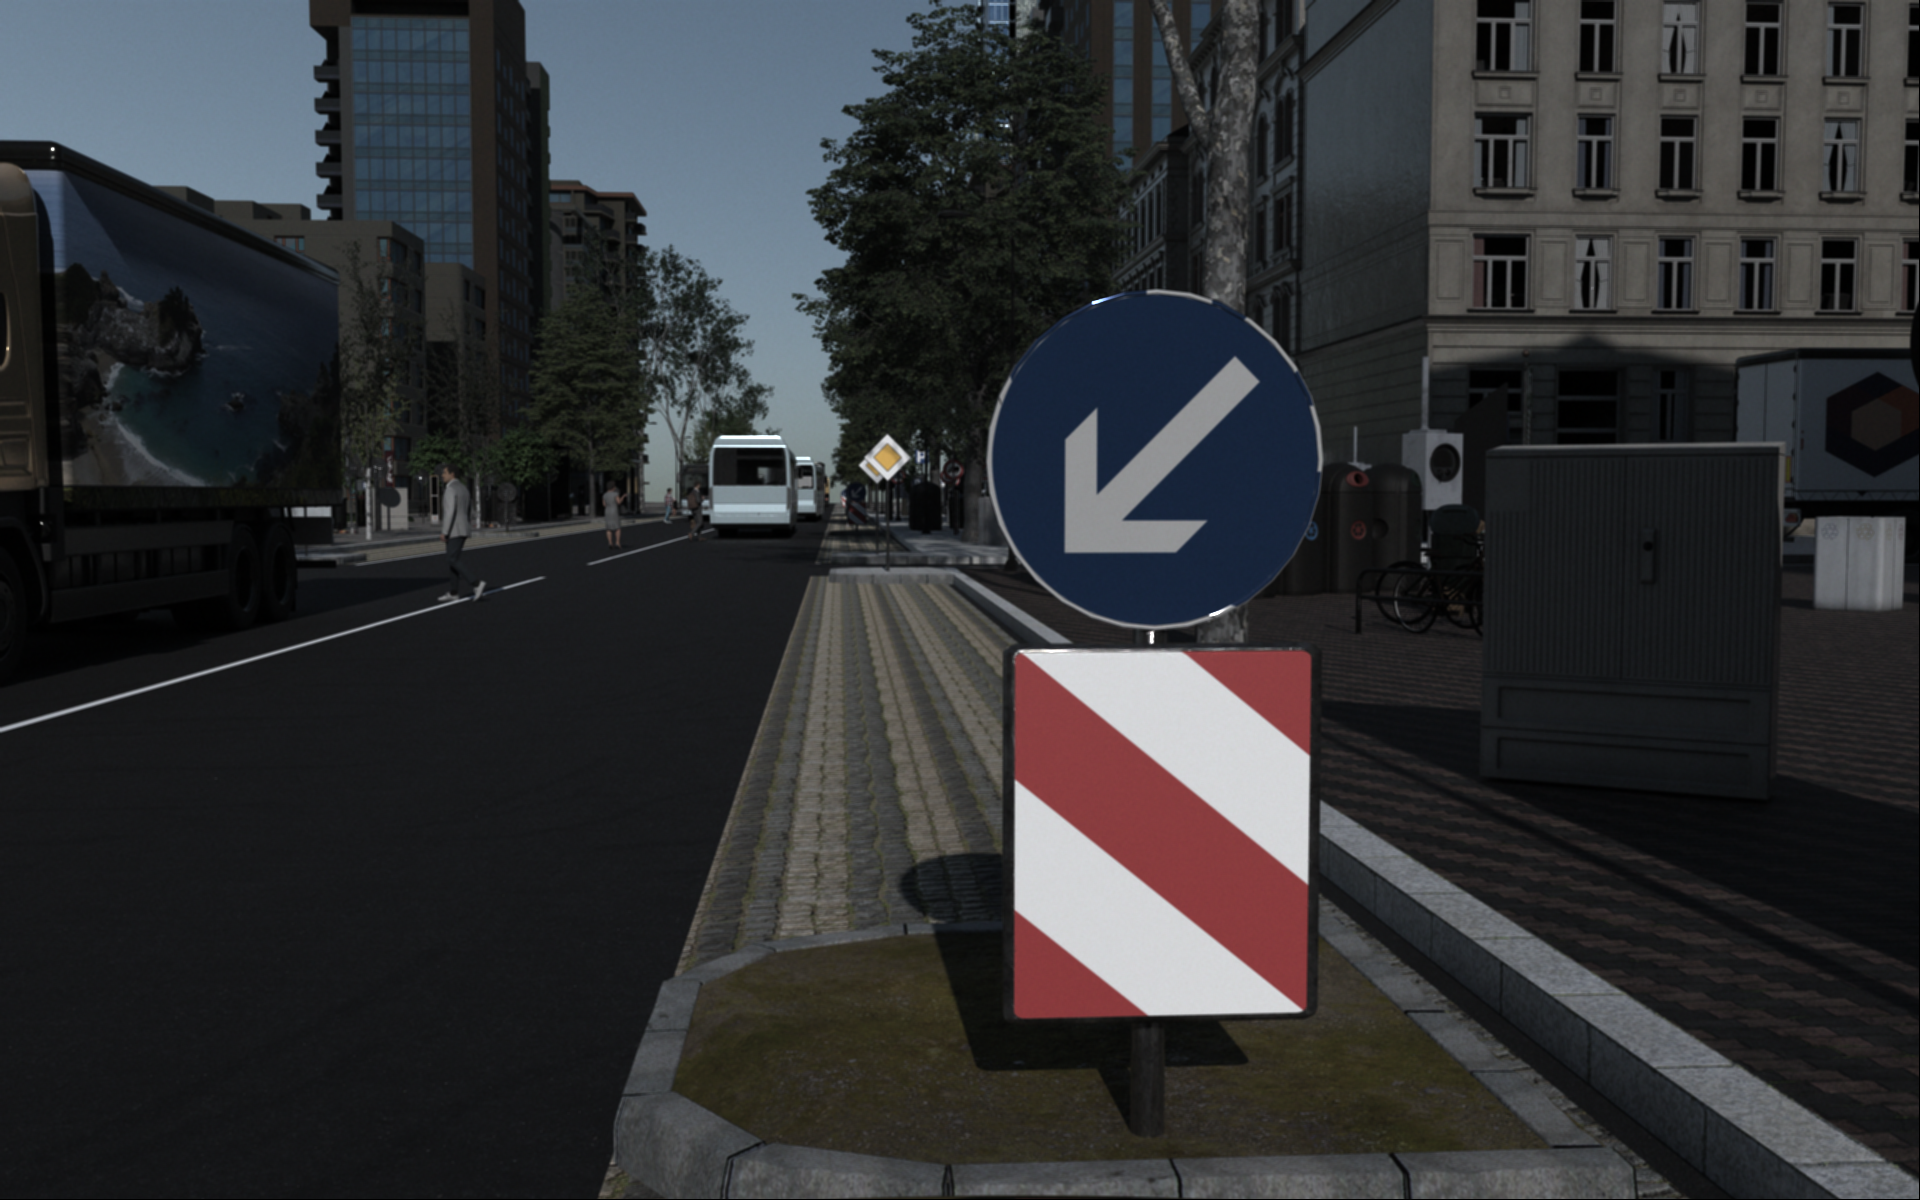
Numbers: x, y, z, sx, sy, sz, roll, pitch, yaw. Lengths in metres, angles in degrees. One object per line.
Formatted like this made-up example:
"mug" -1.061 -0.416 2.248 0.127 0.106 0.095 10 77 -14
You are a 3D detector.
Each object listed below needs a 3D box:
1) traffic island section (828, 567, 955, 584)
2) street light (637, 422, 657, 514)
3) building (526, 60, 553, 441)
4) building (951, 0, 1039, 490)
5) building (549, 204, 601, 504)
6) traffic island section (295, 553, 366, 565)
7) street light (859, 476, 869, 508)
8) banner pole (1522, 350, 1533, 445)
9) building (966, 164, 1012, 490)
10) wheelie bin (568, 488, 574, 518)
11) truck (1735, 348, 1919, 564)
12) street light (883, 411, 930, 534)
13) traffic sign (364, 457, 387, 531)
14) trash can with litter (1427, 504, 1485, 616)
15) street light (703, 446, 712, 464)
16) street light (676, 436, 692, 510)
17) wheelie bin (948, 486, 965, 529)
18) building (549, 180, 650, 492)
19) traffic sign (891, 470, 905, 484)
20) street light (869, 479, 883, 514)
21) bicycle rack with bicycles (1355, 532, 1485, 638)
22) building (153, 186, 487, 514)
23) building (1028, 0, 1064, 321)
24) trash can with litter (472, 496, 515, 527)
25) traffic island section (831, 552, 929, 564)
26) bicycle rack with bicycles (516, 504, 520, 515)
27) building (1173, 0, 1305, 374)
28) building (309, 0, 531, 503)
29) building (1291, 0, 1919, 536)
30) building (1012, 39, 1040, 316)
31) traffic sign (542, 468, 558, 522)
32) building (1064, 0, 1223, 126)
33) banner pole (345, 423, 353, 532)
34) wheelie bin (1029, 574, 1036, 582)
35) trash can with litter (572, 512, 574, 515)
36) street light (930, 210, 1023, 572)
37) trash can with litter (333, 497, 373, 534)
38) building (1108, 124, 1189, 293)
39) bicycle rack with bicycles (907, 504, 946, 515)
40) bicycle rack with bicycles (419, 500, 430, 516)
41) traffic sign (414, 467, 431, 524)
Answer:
"traffic island section" -1.179 -0.401 28.836 2.009 0.180 2.903 0 4 -4
"street light" -20.300 -8.537 112.122 1.470 5.913 1.316 0 4 -4
"building" -45.616 -29.061 158.743 14.154 41.232 14.086 0 4 -4
"building" 10.290 -57.631 254.939 22.319 86.520 31.000 0 4 -4
"building" -58.842 -32.141 217.391 32.217 40.220 23.993 0 4 -4
"traffic island section" -13.599 -0.838 35.979 2.009 0.180 2.903 0 4 -4
"street light" -5.517 -8.457 110.808 1.470 5.913 1.316 0 4 -4
"banner pole" 9.773 -2.439 29.889 0.401 3.779 0.863 0 4 8
"building" 12.196 -34.971 226.395 22.147 44.769 28.867 0 4 -4
"wheelie bin" -21.200 -5.220 93.253 0.980 1.594 0.693 -3 5 -40
"truck" 21.549 -2.798 34.660 11.283 4.237 2.839 0 4 -3
"street light" -1.626 -5.076 55.532 1.470 5.913 1.316 0 4 -4
"traffic sign" -20.048 -3.628 59.426 0.768 2.556 0.104 0 4 -2
"trash can with litter" 5.342 -0.440 18.584 0.624 1.170 1.055 1 4 18
"street light" -24.182 -11.887 166.889 1.470 5.913 1.316 0 4 -4
"street light" -22.328 -10.224 139.711 1.470 5.913 1.316 0 4 -4
"wheelie bin" -0.078 -3.462 64.508 0.693 1.594 0.980 -1 4 -21
"building" -55.922 -36.047 243.986 22.147 44.769 28.867 0 4 -4
"traffic sign" -3.178 -5.450 89.206 0.768 2.556 0.104 0 4 3
"street light" -3.489 -6.738 82.709 1.470 5.913 1.316 0 4 -4
"bicycle rack with bicycles" 4.898 -0.153 15.879 2.852 0.926 2.925 -2 4 -35
"building" -50.667 -17.015 123.231 27.650 21.520 28.899 0 4 -4
"building" 17.611 -32.168 145.550 23.786 49.044 30.456 0 4 -4
"trash can with litter" -18.393 -3.445 67.386 1.678 1.210 2.233 -2 4 -31
"traffic island section" -1.736 -0.888 36.802 2.009 0.180 2.903 0 4 -4
"bicycle rack with bicycles" -22.152 -4.712 90.423 2.925 0.926 2.852 -1 4 -9
"building" 19.013 -17.999 81.681 14.401 28.519 23.554 0 4 -4
"building" -44.282 -30.242 144.560 14.600 45.320 14.200 0 4 -4
"building" 27.850 -13.888 60.360 30.059 22.955 16.112 0 4 -4
"building" 12.625 -31.656 167.694 14.600 45.320 14.200 0 4 -4
"traffic sign" -18.593 -4.789 78.413 0.768 2.556 0.104 0 4 0
"building" 15.097 -28.932 123.148 14.600 45.320 14.200 0 4 -4
"banner pole" -20.945 -4.240 59.343 0.401 3.779 0.863 -2 4 -34
"wheelie bin" 1.392 -1.059 25.216 0.693 1.594 0.980 -1 4 -20
"trash can with litter" -23.353 -5.562 102.332 1.055 1.170 0.624 0 4 4
"street light" 0.325 -3.427 28.576 1.470 5.913 1.316 0 4 -4
"trash can with litter" -20.189 -2.787 56.624 1.678 1.210 2.233 -2 4 -25
"building" 15.300 -16.787 103.339 11.050 23.489 19.941 0 4 -4
"bicycle rack with bicycles" -2.031 -5.659 105.911 2.925 0.926 2.852 -1 4 -10
"bicycle rack with bicycles" -29.583 -5.249 99.207 2.852 0.926 2.925 -2 4 -28
"traffic sign" -23.146 -4.494 74.660 0.795 2.450 0.064 0 4 3
